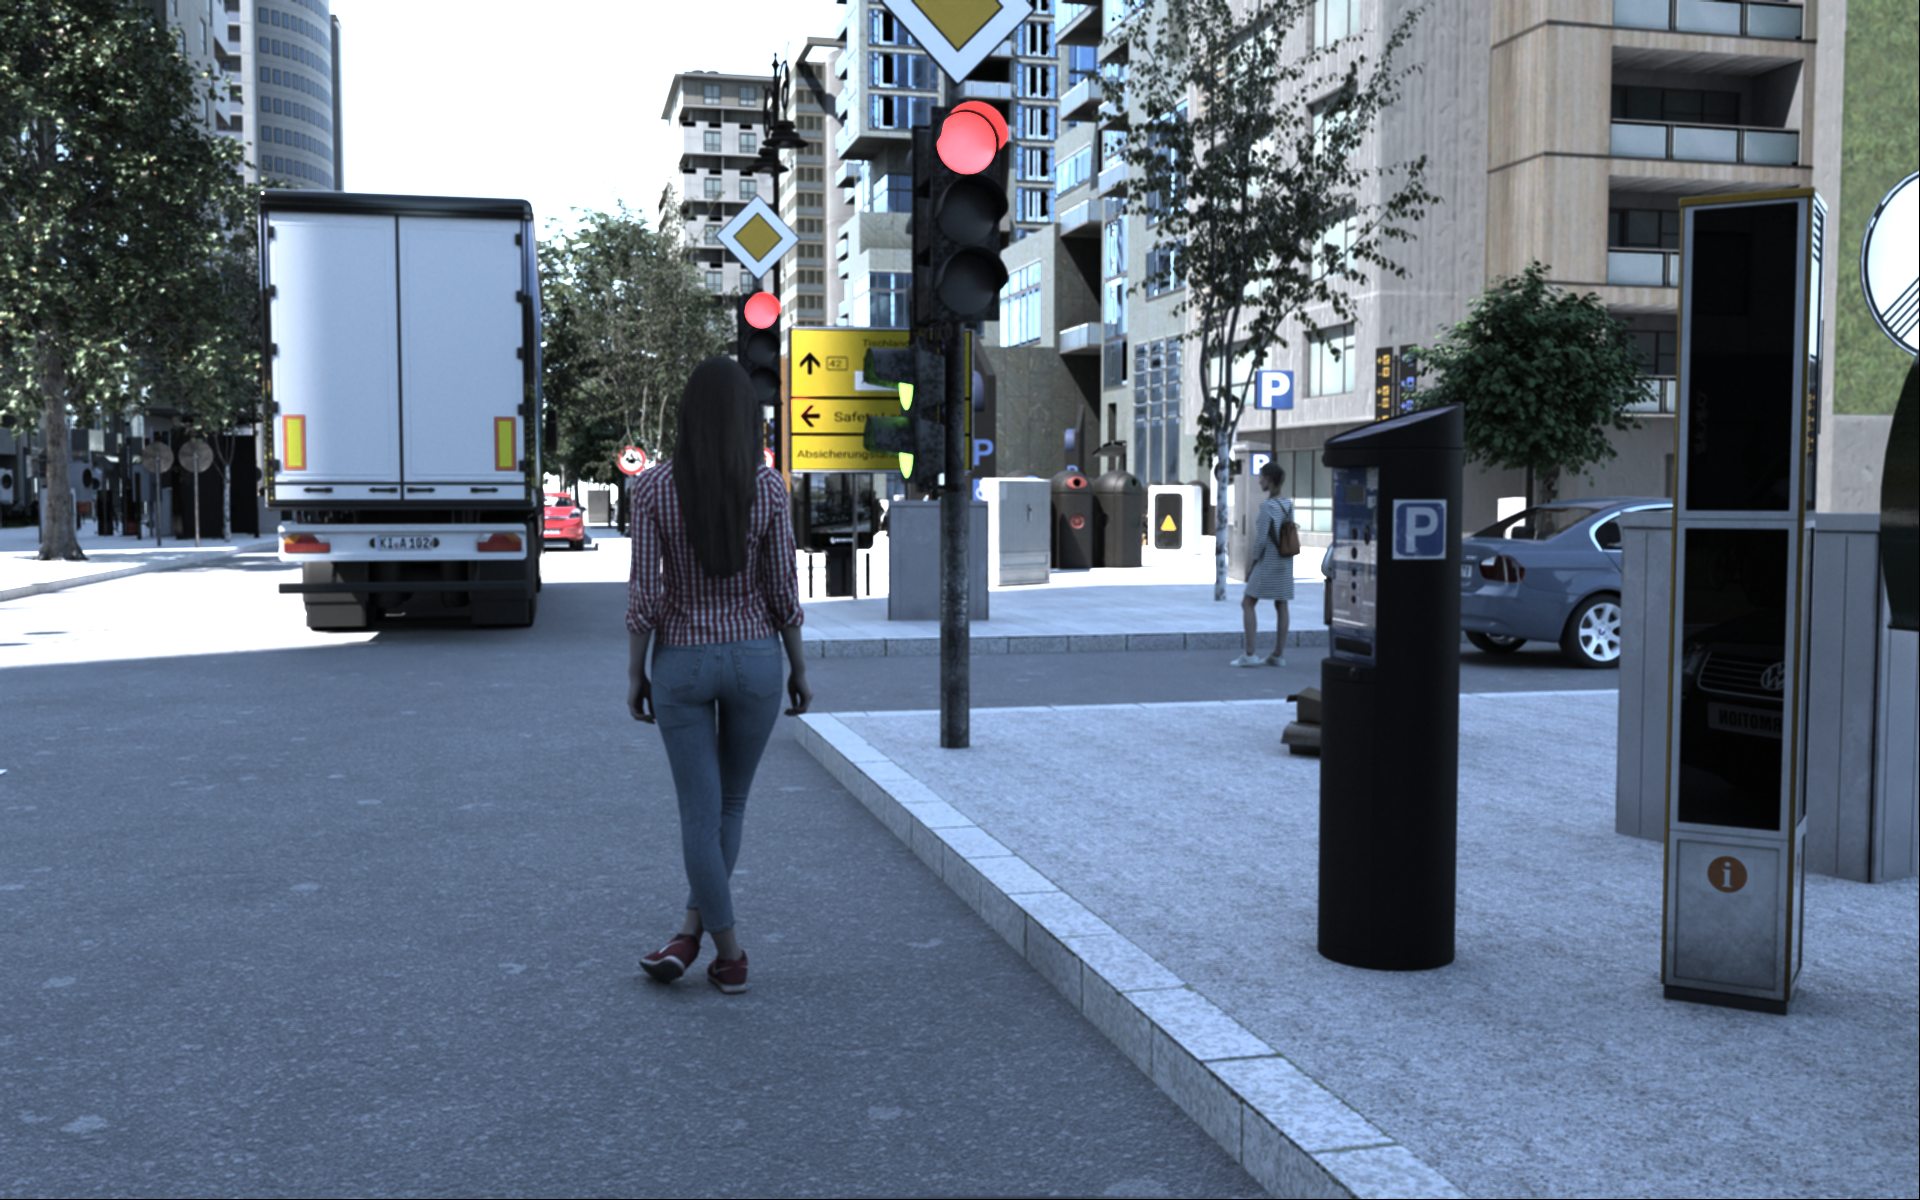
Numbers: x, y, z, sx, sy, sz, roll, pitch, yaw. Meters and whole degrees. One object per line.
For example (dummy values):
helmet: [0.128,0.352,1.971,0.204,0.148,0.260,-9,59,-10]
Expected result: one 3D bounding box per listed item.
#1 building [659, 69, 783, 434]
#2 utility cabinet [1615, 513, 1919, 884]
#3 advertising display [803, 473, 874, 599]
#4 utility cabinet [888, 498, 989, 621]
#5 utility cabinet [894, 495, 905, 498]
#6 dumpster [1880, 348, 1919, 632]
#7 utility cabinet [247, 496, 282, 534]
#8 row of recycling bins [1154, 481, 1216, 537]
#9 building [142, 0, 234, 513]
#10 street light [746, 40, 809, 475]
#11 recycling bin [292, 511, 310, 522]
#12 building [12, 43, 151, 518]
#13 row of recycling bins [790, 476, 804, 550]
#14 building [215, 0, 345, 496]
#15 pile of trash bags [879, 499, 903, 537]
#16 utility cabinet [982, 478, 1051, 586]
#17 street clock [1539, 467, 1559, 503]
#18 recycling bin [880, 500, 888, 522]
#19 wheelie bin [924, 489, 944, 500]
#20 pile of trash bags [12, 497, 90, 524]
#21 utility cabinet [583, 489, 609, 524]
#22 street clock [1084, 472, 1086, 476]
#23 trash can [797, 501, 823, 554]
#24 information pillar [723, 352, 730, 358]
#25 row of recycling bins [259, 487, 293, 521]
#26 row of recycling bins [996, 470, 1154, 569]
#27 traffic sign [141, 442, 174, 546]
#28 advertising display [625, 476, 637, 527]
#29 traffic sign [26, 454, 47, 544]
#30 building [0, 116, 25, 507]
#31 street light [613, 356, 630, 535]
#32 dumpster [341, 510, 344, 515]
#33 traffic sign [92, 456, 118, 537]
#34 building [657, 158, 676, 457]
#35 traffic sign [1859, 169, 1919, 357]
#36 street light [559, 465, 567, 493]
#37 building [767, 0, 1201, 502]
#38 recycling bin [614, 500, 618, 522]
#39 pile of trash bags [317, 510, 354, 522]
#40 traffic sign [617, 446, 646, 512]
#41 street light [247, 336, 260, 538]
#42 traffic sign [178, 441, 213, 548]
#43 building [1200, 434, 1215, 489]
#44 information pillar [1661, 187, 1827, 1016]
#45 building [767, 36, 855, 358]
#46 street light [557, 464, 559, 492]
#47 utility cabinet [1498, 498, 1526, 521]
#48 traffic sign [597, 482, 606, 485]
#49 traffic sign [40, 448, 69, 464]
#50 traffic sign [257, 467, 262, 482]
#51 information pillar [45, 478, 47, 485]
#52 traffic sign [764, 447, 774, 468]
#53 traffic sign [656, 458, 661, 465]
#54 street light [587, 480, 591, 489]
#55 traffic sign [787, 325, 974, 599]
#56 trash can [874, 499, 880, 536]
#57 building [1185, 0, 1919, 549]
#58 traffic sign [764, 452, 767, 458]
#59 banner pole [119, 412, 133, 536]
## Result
building: [-21.769,-38.333,215.977,28.713,52.752,27.495,-1,4,-14]
utility cabinet: [2.859,0.306,6.162,0.306,1.237,1.020,-2,4,-31]
advertising display: [-1.500,-0.996,21.503,0.974,1.923,0.123,-3,4,-37]
utility cabinet: [-0.222,-0.398,17.673,1.020,1.237,0.306,0,4,-2]
utility cabinet: [-2.723,-4.410,83.272,0.306,1.237,1.020,3,5,39]
dumpster: [2.957,-0.034,3.050,1.502,2.255,1.985,-1,4,-14]
utility cabinet: [-22.444,-2.734,55.861,1.020,1.237,0.306,-2,4,-24]
row of recycling bins: [6.989,-2.832,53.413,1.069,1.692,3.534,-3,5,-42]
building: [-67.692,-32.614,122.478,28.713,52.752,27.495,-1,4,-14]
street light: [-1.928,-2.782,18.274,0.468,5.910,1.993,-1,4,-14]
recycling bin: [-30.664,-4.177,80.842,0.722,1.027,0.722,0,4,8]
building: [-58.535,-29.079,95.049,23.786,49.044,30.456,-1,4,-14]
row of recycling bins: [-3.792,-2.060,40.786,1.069,1.692,3.534,1,4,16]
building: [-79.682,-39.606,189.564,21.231,58.520,28.212,-1,4,-14]
pile of trash bags: [-0.613,-2.550,51.445,3.447,1.369,1.912,3,5,40]
utility cabinet: [0.809,-0.955,24.285,0.318,1.500,1.173,3,5,40]
street clock: [11.100,-1.718,32.662,0.358,2.002,0.471,0,4,0]
recycling bin: [-2.810,-3.552,70.627,0.722,1.027,0.722,-2,4,-28]
wheelie bin: [-0.725,-3.052,57.807,0.980,1.594,0.693,0,4,-1]
pile of trash bags: [-38.762,-3.897,73.461,3.447,1.369,1.912,-2,4,-25]
utility cabinet: [-15.530,-3.991,73.936,0.318,1.500,1.173,3,4,38]
street clock: [3.674,-2.985,53.379,0.358,2.002,0.471,2,4,35]
trash can: [-3.171,-1.584,37.557,0.748,1.137,0.748,0,3,0]
information pillar: [-3.765,-2.275,28.543,0.183,3.616,0.504,-2,4,-31]
row of recycling bins: [-32.579,-4.677,83.589,1.069,1.692,3.534,0,4,8]
row of recycling bins: [1.466,-1.378,29.644,3.534,1.692,1.069,-2,4,-24]
traffic sign: [-19.673,-2.591,42.473,0.768,2.556,0.104,0,4,-4]
advertising display: [-11.858,-3.534,62.993,0.974,1.923,0.123,-1,4,-12]
traffic sign: [-23.666,-2.593,44.520,0.606,2.300,0.079,0,4,-6]
building: [-49.603,-26.877,63.143,21.300,48.544,21.600,-1,4,-14]
street light: [-10.481,-4.948,53.688,0.468,5.910,1.993,-1,4,-14]
dumpster: [-29.886,-4.910,82.765,1.502,2.255,1.985,-1,4,-14]
traffic sign: [-25.816,-3.125,52.280,0.795,2.450,0.064,-1,4,-13]
building: [-30.140,-37.651,239.291,21.300,48.544,21.600,-1,4,-14]
traffic sign: [3.817,-0.408,6.773,0.768,2.556,0.104,0,4,-8]
street light: [-39.574,-12.270,173.396,0.468,5.910,1.993,-1,4,-14]
building: [-0.031,-49.124,115.852,22.319,86.520,31.000,-1,4,-14]
recycling bin: [-15.323,-4.064,79.007,0.722,1.027,0.722,-2,4,-31]
pile of trash bags: [-27.981,-4.177,78.046,1.912,1.369,3.447,-1,4,-21]
traffic sign: [-8.618,-2.776,45.497,0.768,2.556,0.104,-1,4,-9]
street light: [-20.603,-4.757,50.571,0.468,5.910,1.993,-1,4,-14]
traffic sign: [-18.006,-2.491,40.834,0.768,2.556,0.104,-1,4,-11]
building: [12.929,-46.363,70.713,22.319,86.520,31.000,-1,4,-14]
information pillar: [1.983,0.006,4.389,0.304,2.012,0.304,2,4,31]
building: [-2.235,-27.712,144.973,32.217,40.220,23.993,-1,4,-14]
street light: [-48.308,-14.457,209.151,0.468,5.910,1.993,-1,4,-14]
utility cabinet: [9.603,-1.162,30.160,0.306,1.237,1.020,0,4,6]
traffic sign: [-17.691,-5.254,85.900,0.884,2.594,0.081,-1,4,-10]
traffic sign: [-24.208,-2.824,46.281,0.768,2.556,0.104,0,4,-6]
traffic sign: [-31.895,-4.775,78.176,0.768,2.556,0.104,0,4,-4]
information pillar: [-27.331,-2.916,52.171,0.304,2.012,0.304,-3,4,-39]
traffic sign: [-5.313,-2.836,46.474,0.768,2.556,0.104,0,4,-4]
traffic sign: [-10.963,-3.854,63.013,0.884,2.594,0.081,-1,4,-12]
street light: [-19.729,-7.270,91.655,0.468,5.910,1.993,-1,4,-14]
traffic sign: [-0.960,-1.667,21.121,2.265,3.308,0.079,0,4,-7]
trash can: [-2.814,-2.563,53.561,0.748,1.137,0.748,0,3,0]
building: [14.302,-21.813,40.231,14.086,41.232,14.154,-1,4,-14]
traffic sign: [-3.311,-1.576,25.771,0.884,2.594,0.081,-1,4,-11]
banner pole: [-25.430,-3.844,52.873,0.401,3.779,0.863,-3,5,-44]
